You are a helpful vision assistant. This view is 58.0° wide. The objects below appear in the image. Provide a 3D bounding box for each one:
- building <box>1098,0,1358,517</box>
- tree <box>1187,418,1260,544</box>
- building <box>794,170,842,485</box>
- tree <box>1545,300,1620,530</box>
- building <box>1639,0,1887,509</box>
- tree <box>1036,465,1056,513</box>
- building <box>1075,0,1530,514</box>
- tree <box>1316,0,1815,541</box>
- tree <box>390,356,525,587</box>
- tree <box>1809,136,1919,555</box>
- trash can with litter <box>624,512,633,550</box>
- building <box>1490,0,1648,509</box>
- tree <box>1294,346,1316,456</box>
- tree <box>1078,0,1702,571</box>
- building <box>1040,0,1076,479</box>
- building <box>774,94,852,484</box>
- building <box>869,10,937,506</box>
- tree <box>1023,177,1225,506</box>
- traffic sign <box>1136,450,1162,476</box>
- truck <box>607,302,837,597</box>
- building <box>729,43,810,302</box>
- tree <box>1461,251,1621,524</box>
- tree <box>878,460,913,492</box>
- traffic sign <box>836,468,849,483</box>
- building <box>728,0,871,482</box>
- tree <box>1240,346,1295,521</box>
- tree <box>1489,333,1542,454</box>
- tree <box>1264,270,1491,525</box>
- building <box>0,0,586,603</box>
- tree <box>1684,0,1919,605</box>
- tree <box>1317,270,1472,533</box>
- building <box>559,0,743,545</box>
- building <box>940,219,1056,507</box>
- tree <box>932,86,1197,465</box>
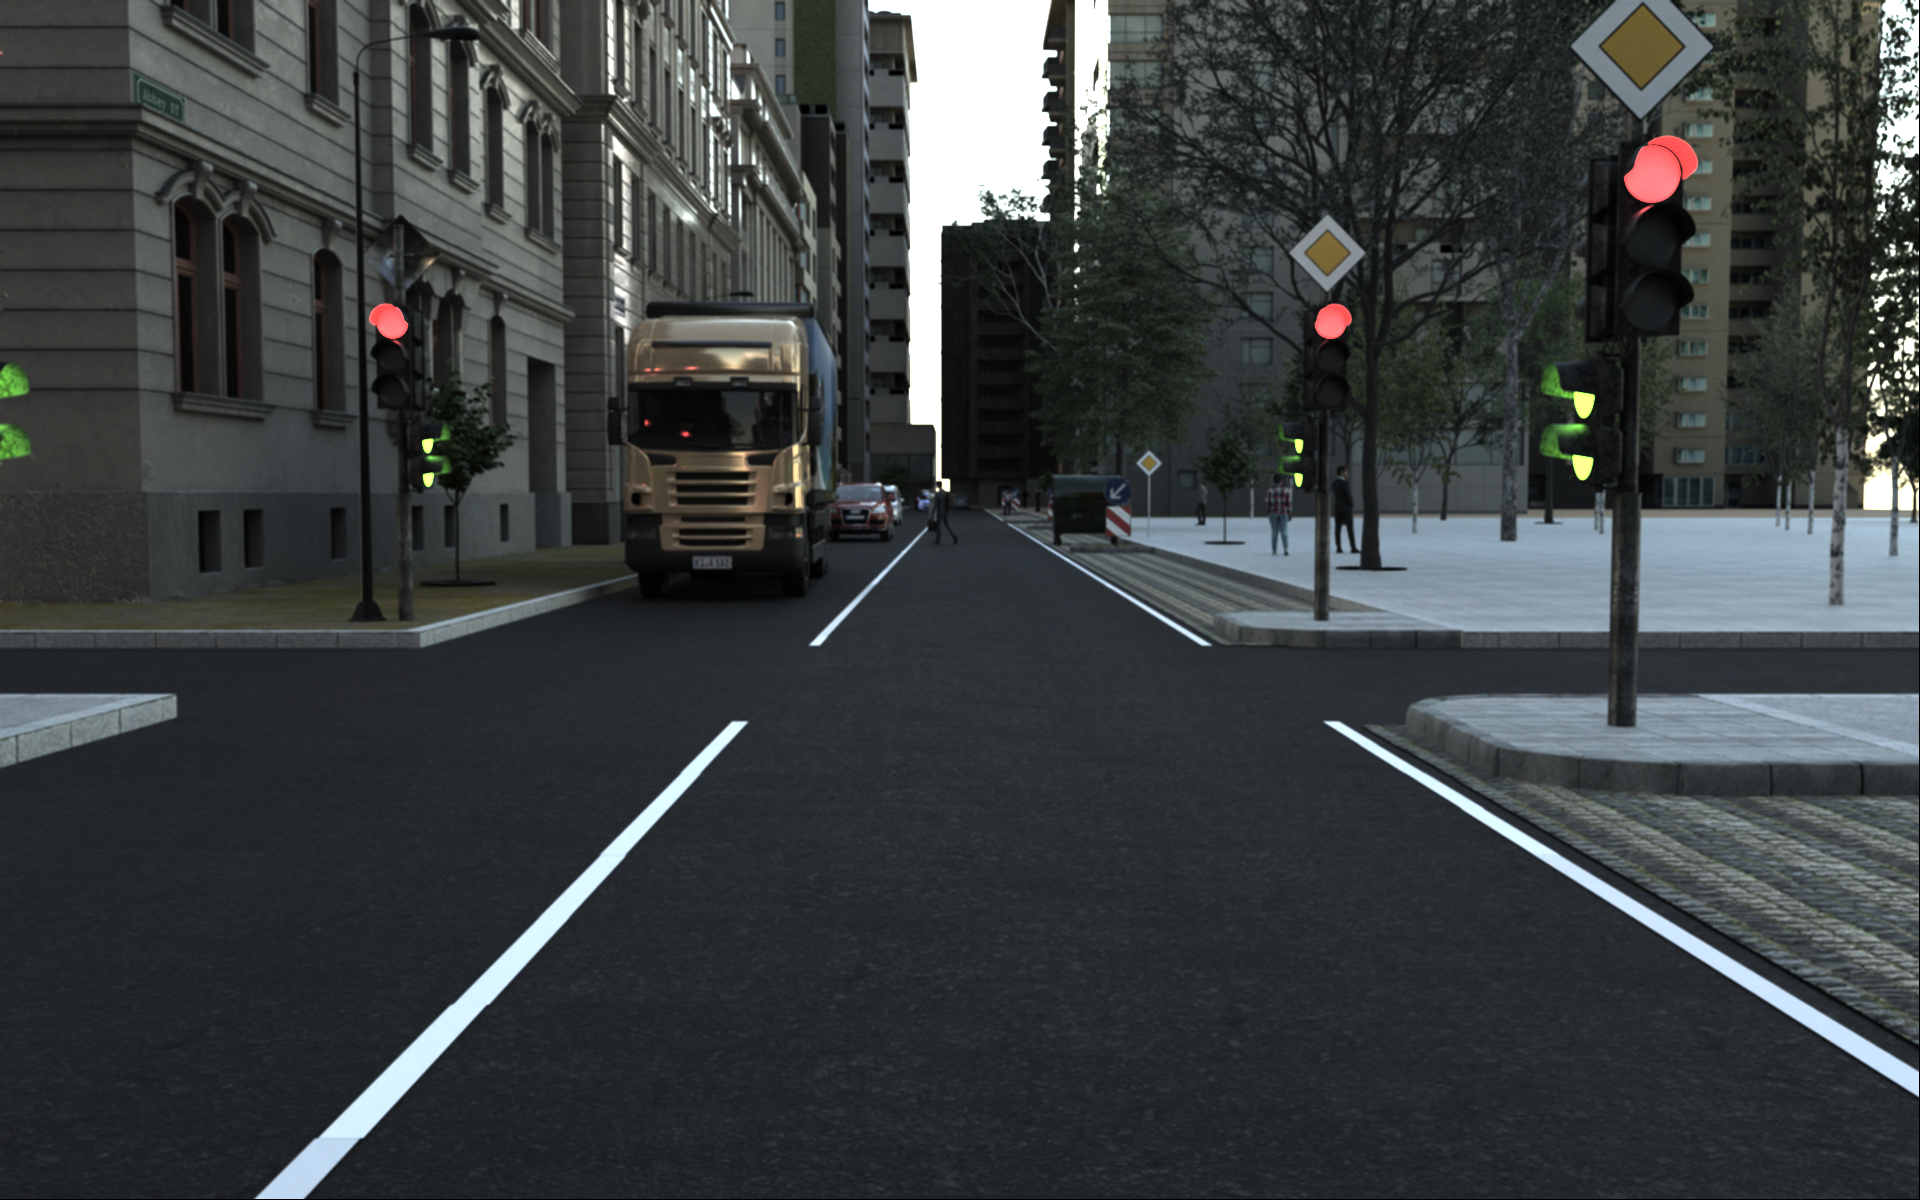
[{"bbox_3d":[15.120,-25.629,102.631,14.154,41.232,14.086,0,3,0],"label":"building"},{"bbox_3d":[6.939,-3.050,44.476,1.663,3.219,1.824,0,3,0],"label":"tree"},{"bbox_3d":[-22.178,-16.036,107.223,27.650,21.520,28.899,0,3,0],"label":"building"},{"bbox_3d":[23.034,-6.811,61.722,4.360,8.622,3.978,0,3,0],"label":"tree"},{"bbox_3d":[69.027,-32.508,155.199,21.600,48.544,21.300,0,3,0],"label":"building"},{"bbox_3d":[6.104,-7.479,116.879,1.663,3.219,1.824,0,3,0],"label":"tree"},{"bbox_3d":[22.450,-32.648,123.030,28.713,52.752,27.495,0,3,0],"label":"building"},{"bbox_3d":[16.206,-11.624,45.947,12.611,20.169,13.585,0,3,0],"label":"tree"},{"bbox_3d":[-7.226,-1.821,24.382,1.663,3.219,1.824,0,3,0],"label":"tree"},{"bbox_3d":[19.501,-5.222,35.744,4.737,8.622,4.395,0,3,0],"label":"tree"},{"bbox_3d":[-6.030,-1.305,32.724,0.624,1.170,1.055,-1,4,-8],"label":"trash can with litter"},{"bbox_3d":[47.383,-43.835,154.949,20.611,71.187,20.563,0,3,0],"label":"building"},{"bbox_3d":[15.334,-6.919,63.482,4.737,8.622,4.395,0,3,0],"label":"tree"},{"bbox_3d":[6.798,-7.249,28.893,12.009,13.543,11.850,0,3,0],"label":"tree"},{"bbox_3d":[18.395,-30.411,151.845,22.147,44.769,28.867,0,3,0],"label":"building"},{"bbox_3d":[-15.552,-21.831,128.635,14.160,30.474,14.107,0,3,0],"label":"building"},{"bbox_3d":[-16.500,-36.833,191.451,27.495,52.752,28.713,0,3,0],"label":"building"},{"bbox_3d":[6.146,-8.819,62.315,7.486,12.596,7.792,0,3,0],"label":"tree"},{"bbox_3d":[5.640,-3.168,51.535,0.795,2.593,0.064,1,4,9],"label":"traffic sign"},{"bbox_3d":[-3.413,-2.366,27.605,2.839,4.237,11.283,0,4,-2],"label":"truck"},{"bbox_3d":[-14.621,-14.590,80.355,13.314,21.916,24.055,0,3,0],"label":"building"},{"bbox_3d":[25.368,-9.115,74.789,9.928,11.665,9.643,0,3,0],"label":"tree"},{"bbox_3d":[-6.145,-11.028,164.015,4.285,4.588,4.351,0,3,0],"label":"tree"},{"bbox_3d":[-5.834,-5.195,85.036,0.768,2.556,0.104,0,4,2],"label":"traffic sign"},{"bbox_3d":[-22.329,-37.502,155.161,28.212,58.520,21.231,0,3,0],"label":"building"},{"bbox_3d":[15.876,-8.150,83.622,4.737,8.622,4.395,0,3,0],"label":"tree"},{"bbox_3d":[23.802,-9.187,84.619,8.767,10.594,7.601,0,4,-3],"label":"tree"},{"bbox_3d":[16.216,-8.372,71.287,7.601,10.594,8.767,0,4,-6],"label":"tree"},{"bbox_3d":[-15.770,-14.879,30.664,14.401,28.519,23.554,0,3,0],"label":"building"},{"bbox_3d":[10.428,-4.251,19.863,4.360,8.622,3.978,0,3,0],"label":"tree"},{"bbox_3d":[14.811,-6.484,56.373,4.737,8.622,4.395,0,3,0],"label":"tree"},{"bbox_3d":[-14.500,-15.763,54.984,12.463,27.353,25.104,0,3,0],"label":"building"},{"bbox_3d":[4.840,-25.261,184.713,14.107,30.474,14.160,0,3,0],"label":"building"},{"bbox_3d":[5.037,-13.911,83.339,12.611,20.169,13.585,0,3,0],"label":"tree"}]
